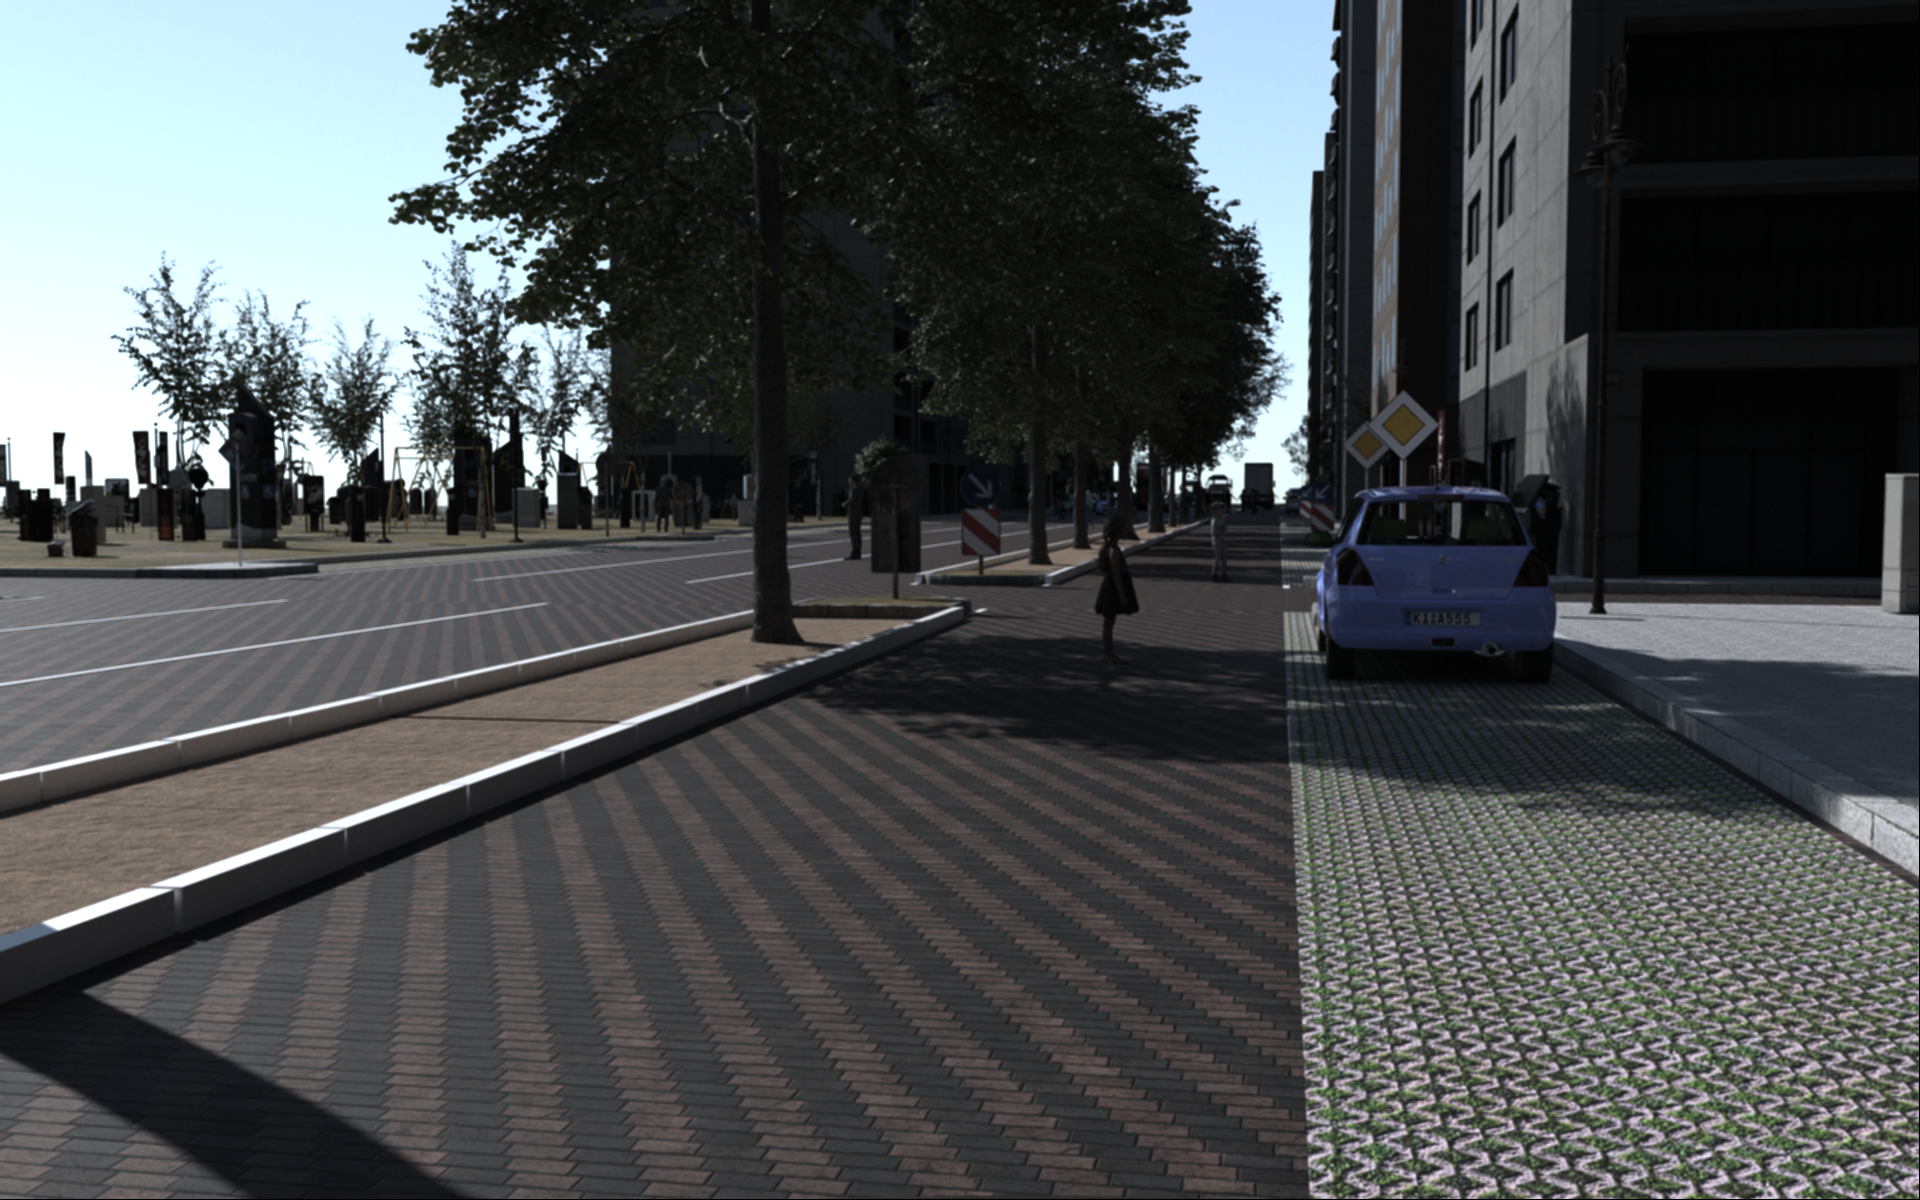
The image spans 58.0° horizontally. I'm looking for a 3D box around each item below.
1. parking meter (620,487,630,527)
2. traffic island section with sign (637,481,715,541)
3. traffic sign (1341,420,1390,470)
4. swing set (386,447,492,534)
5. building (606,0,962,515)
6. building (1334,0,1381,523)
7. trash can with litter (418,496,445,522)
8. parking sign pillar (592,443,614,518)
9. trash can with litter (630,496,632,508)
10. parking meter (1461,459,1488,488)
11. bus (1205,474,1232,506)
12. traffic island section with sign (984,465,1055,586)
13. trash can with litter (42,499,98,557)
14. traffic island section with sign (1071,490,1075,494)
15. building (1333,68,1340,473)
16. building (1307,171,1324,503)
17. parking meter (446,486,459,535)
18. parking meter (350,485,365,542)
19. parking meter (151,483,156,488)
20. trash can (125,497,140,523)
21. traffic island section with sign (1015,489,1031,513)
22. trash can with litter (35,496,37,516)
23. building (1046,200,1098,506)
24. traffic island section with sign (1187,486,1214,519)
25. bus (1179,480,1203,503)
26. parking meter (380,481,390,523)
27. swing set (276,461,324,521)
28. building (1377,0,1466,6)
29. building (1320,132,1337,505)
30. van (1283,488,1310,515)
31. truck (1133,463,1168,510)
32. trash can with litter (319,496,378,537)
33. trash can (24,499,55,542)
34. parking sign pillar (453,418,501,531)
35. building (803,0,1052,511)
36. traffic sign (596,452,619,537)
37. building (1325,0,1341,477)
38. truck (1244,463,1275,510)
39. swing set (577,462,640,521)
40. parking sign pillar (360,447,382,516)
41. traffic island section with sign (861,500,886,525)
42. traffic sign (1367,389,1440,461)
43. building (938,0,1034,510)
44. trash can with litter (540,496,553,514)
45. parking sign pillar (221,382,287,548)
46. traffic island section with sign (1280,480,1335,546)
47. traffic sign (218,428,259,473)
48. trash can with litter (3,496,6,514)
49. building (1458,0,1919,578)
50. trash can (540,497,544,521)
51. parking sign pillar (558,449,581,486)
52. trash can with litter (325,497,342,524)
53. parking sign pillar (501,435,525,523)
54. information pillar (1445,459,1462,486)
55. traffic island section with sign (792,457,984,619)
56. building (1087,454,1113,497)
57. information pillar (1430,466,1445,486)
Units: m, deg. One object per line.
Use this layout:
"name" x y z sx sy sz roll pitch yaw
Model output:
"parking meter" -12.942 -3.578 66.908 0.372 1.533 0.369 0 3 0
"traffic island section with sign" -8.650 -2.729 53.240 1.989 1.847 2.006 1 4 10
"traffic sign" 6.392 -1.526 27.144 0.795 2.593 0.064 1 4 10
"swing set" -17.444 -3.678 57.755 3.119 2.851 2.862 0 4 -6
"building" -10.200 -41.455 116.047 20.563 71.187 20.611 1 4 10
"building" 29.280 -33.153 84.051 21.231 58.520 28.212 1 4 10
"trash can with litter" -24.524 -4.280 81.030 1.678 1.210 2.233 -1 4 -22
"parking sign pillar" -18.795 -6.310 91.640 1.447 3.967 1.447 0 4 4
"trash can with litter" -19.702 -5.680 104.249 0.624 1.170 1.055 0 4 -4
"parking meter" 8.490 -1.399 28.589 0.399 1.863 0.255 0 4 3
"bus" 32.996 -13.962 219.821 2.896 3.916 12.252 1 4 12
"traffic island section with sign" 0.448 -1.213 27.974 2.006 1.907 1.989 1 4 10
"trash can with litter" -18.265 -1.479 35.569 1.055 1.170 0.624 -2 4 -24
"traffic island section with sign" 10.216 -8.992 155.642 1.989 1.847 2.006 1 4 10
"building" 43.084 -31.508 165.260 14.600 45.320 14.200 1 4 10
"building" 60.221 -37.964 244.411 21.300 48.544 21.600 1 4 10
"parking meter" -15.893 -2.802 54.222 0.372 1.533 0.369 0 3 0
"parking meter" -16.126 -2.320 46.349 0.372 1.533 0.369 0 3 0
"parking meter" -40.327 -4.951 86.667 0.399 1.863 0.255 -1 4 -13
"trash can" -36.258 -3.929 75.885 0.748 1.137 0.748 0 3 0
"traffic island section with sign" 5.193 -7.323 128.357 1.989 1.847 2.006 1 4 10
"trash can with litter" -45.235 -4.542 85.655 1.055 1.170 0.624 -1 4 -21
"building" 4.510 -33.598 203.945 22.147 44.769 28.867 1 4 10
"traffic island section with sign" 14.060 -5.733 101.874 2.006 1.907 1.989 1 4 10
"bus" 30.360 -14.172 226.572 2.948 3.499 13.247 1 4 9
"parking meter" -25.594 -4.370 77.167 0.399 1.863 0.255 2 4 24
"swing set" -32.334 -5.214 82.870 3.119 2.851 2.862 -3 5 -43
"building" 35.442 -28.889 122.449 14.600 45.320 14.200 1 4 10
"building" 48.405 -31.431 197.486 14.154 41.232 14.086 1 4 10
"van" 23.482 -6.937 120.434 2.013 2.044 4.112 1 4 9
"truck" 17.502 -10.348 158.106 2.839 4.237 11.283 1 4 9
"trash can with litter" -18.336 -2.508 52.068 1.678 1.210 2.233 -2 4 -33
"trash can" -24.815 -2.146 46.737 0.748 1.137 0.748 0 3 0
"parking sign pillar" -17.148 -4.437 61.013 1.447 3.967 1.447 0 4 -5
"building" -1.901 -44.411 164.376 20.563 71.187 20.611 1 4 10
"traffic sign" -10.590 -3.172 51.966 0.768 2.556 0.104 1 4 14
"building" 41.912 -29.888 143.295 22.147 44.769 28.867 1 4 10
"truck" 27.827 -10.529 161.066 2.839 4.237 11.283 1 4 11
"swing set" -17.375 -5.324 84.669 3.119 2.851 2.862 1 4 17
"parking sign pillar" -34.141 -6.850 100.471 1.447 3.967 1.447 1 4 23
"traffic island section with sign" -3.774 -4.350 79.753 1.989 1.847 2.006 1 4 10
"traffic sign" 4.944 -1.046 19.291 0.795 2.593 0.064 1 4 10
"building" -6.336 -36.615 140.656 21.231 58.520 28.212 1 4 10
"trash can with litter" -26.498 -6.004 109.217 2.233 1.210 1.678 1 4 17
"parking sign pillar" -16.926 -3.238 41.421 1.447 3.967 1.447 3 4 36
"traffic island section with sign" 10.046 -2.447 48.635 1.989 1.847 2.006 1 4 10
"traffic sign" -12.777 -1.743 30.685 0.795 2.593 0.064 1 4 10
"trash can with litter" -60.049 -6.047 109.928 1.678 1.210 2.233 1 4 18
"building" 21.490 -36.342 32.438 20.611 71.187 20.563 1 4 10
"trash can" -20.271 -4.351 82.798 0.748 1.137 0.748 0 3 0
"parking sign pillar" -23.232 -7.005 103.004 1.447 3.967 1.447 0 4 5
"trash can with litter" -26.658 -3.815 73.759 0.624 1.170 1.055 -1 4 -17
"parking sign pillar" -19.805 -5.360 76.101 1.447 3.967 1.447 0 4 5
"information pillar" 10.514 -1.972 36.734 0.304 2.012 0.304 1 4 20
"traffic island section with sign" -0.904 -0.768 20.691 2.006 1.907 1.989 1 4 10
"building" 12.364 -27.709 224.747 14.160 30.474 14.107 1 4 10
"information pillar" 12.415 -2.480 45.035 0.304 2.012 0.304 0 4 -6
